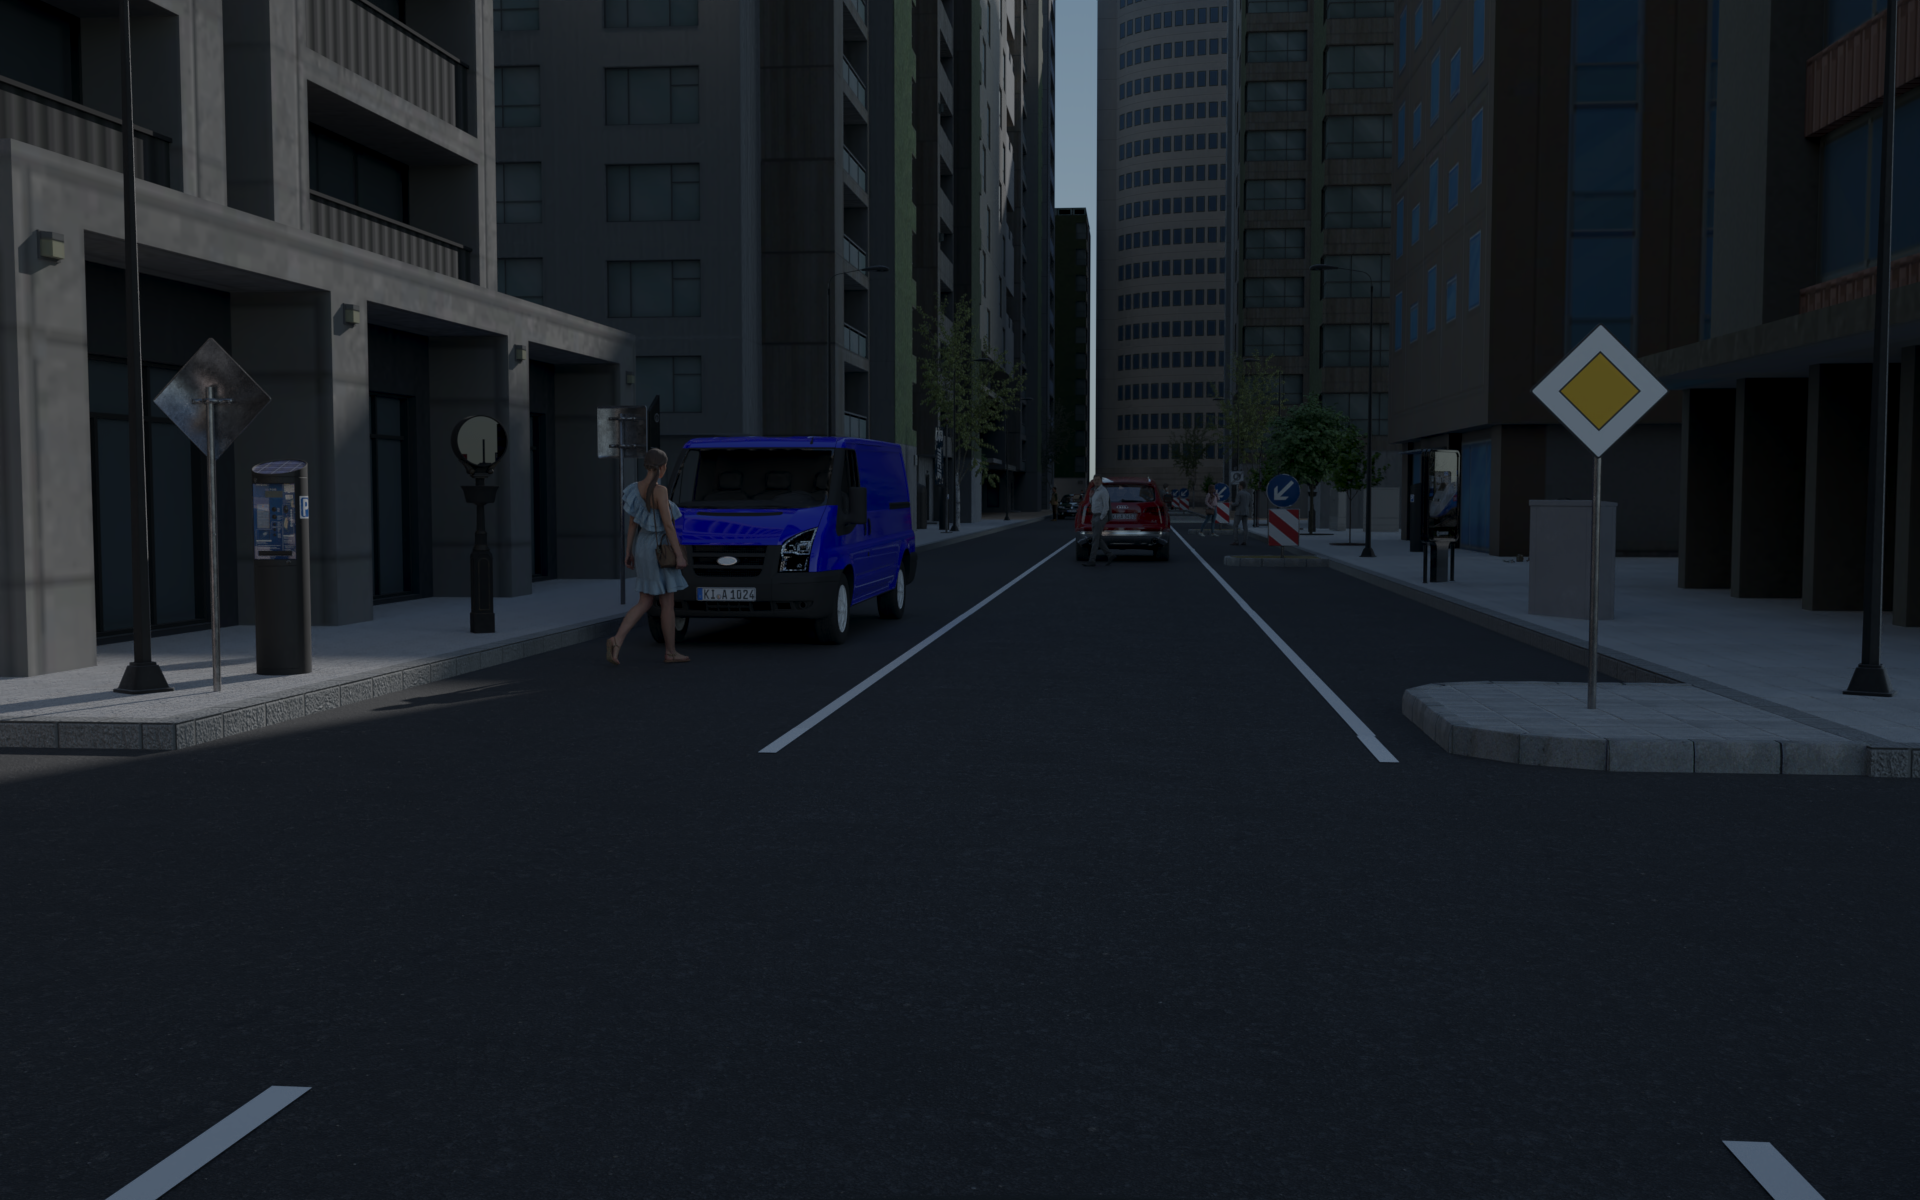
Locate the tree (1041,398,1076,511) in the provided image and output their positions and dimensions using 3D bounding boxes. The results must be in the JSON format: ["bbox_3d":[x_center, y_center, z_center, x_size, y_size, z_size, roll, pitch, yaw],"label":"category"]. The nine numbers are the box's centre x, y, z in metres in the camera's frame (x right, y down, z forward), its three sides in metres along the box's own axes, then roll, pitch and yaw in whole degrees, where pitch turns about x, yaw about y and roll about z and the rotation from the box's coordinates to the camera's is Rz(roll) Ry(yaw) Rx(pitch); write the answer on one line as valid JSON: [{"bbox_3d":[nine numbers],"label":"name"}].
[{"bbox_3d":[6.722,-11.108,131.983,4.360,8.622,3.978,0,3,0],"label":"tree"}]

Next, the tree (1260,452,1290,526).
[{"bbox_3d":[11.879,-4.158,62.589,1.663,3.219,1.824,0,3,0],"label":"tree"}]

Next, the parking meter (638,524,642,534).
[{"bbox_3d":[-7.417,-1.941,40.151,0.372,1.533,0.369,0,3,0],"label":"parking meter"}]

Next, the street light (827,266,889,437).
[{"bbox_3d":[-2.138,-3.846,35.427,1.470,5.913,1.316,0,4,6],"label":"street light"}]

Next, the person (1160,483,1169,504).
[{"bbox_3d":[7.878,-3.571,66.687,0.447,1.846,0.655,-1,4,-13],"label":"person"}]

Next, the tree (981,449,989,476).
[{"bbox_3d":[-0.305,-6.183,84.811,4.285,4.588,4.351,0,3,0],"label":"tree"}]

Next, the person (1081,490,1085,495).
[{"bbox_3d":[9.533,-7.608,133.337,0.683,1.767,0.568,0,4,-4],"label":"person"}]

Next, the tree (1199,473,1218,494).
[{"bbox_3d":[21.075,-9.341,147.328,1.663,3.219,1.824,0,3,0],"label":"tree"}]

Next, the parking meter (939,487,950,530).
[{"bbox_3d":[-0.567,-3.273,61.926,0.372,1.533,0.369,0,3,0],"label":"parking meter"}]

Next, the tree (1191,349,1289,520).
[{"bbox_3d":[14.526,-8.349,86.862,4.737,8.622,4.395,0,3,0],"label":"tree"}]

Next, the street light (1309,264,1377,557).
[{"bbox_3d":[7.763,-3.828,35.123,1.470,5.913,1.316,0,4,6],"label":"street light"}]

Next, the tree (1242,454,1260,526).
[{"bbox_3d":[12.634,-4.651,70.650,1.663,3.219,1.824,0,3,0],"label":"tree"}]

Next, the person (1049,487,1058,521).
[{"bbox_3d":[5.007,-5.121,92.324,0.705,1.812,1.348,-1,4,-10],"label":"person"}]

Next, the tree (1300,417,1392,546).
[{"bbox_3d":[9.669,-2.975,43.235,1.663,3.219,1.824,0,3,0],"label":"tree"}]

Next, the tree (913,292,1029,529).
[{"bbox_3d":[0.075,-6.903,63.224,4.737,8.622,4.395,0,3,0],"label":"tree"}]

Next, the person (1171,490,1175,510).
[{"bbox_3d":[18.600,-8.740,151.365,0.705,1.831,1.348,2,4,26],"label":"person"}]

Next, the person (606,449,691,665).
[{"bbox_3d":[-2.566,-0.360,14.488,0.778,1.811,0.616,-3,5,-43],"label":"person"}]

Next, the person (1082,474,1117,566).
[{"bbox_3d":[2.760,-1.583,34.475,0.850,1.850,0.679,-2,4,-26],"label":"person"}]

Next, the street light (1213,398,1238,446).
[{"bbox_3d":[12.908,-6.808,83.846,1.470,5.913,1.316,0,4,6],"label":"street light"}]

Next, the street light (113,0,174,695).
[{"bbox_3d":[-4.764,-2.353,11.006,1.470,5.913,1.316,0,4,6],"label":"street light"}]

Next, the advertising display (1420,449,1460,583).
[{"bbox_3d":[6.977,-1.221,25.180,0.123,1.923,0.974,3,5,42],"label":"advertising display"}]

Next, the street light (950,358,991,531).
[{"bbox_3d":[0.344,-5.310,59.366,1.470,5.913,1.316,0,4,6],"label":"street light"}]

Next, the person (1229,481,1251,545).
[{"bbox_3d":[7.829,-2.434,48.492,0.606,1.804,0.583,-3,5,-43],"label":"person"}]

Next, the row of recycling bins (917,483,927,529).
[{"bbox_3d":[-2.464,-3.396,62.645,1.069,1.692,3.534,3,5,40],"label":"row of recycling bins"}]

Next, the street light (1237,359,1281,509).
[{"bbox_3d":[10.411,-5.317,59.476,1.470,5.913,1.316,0,4,6],"label":"street light"}]

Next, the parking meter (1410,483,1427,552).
[{"bbox_3d":[10.179,-1.835,38.415,0.372,1.533,0.369,0,3,0],"label":"parking meter"}]

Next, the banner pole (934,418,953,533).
[{"bbox_3d":[-0.581,-4.078,56.699,0.401,3.779,0.863,3,4,36],"label":"banner pole"}]

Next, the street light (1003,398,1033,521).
[{"bbox_3d":[2.819,-6.801,83.734,1.470,5.913,1.316,0,4,6],"label":"street light"}]

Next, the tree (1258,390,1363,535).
[{"bbox_3d":[10.969,-4.326,54.446,4.285,4.588,4.351,0,3,0],"label":"tree"}]

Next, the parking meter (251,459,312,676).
[{"bbox_3d":[-4.845,-0.242,12.374,0.372,1.533,0.369,0,3,0],"label":"parking meter"}]

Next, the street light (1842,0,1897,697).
[{"bbox_3d":[5.298,-2.352,10.991,1.470,5.913,1.316,0,4,6],"label":"street light"}]

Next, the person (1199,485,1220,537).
[{"bbox_3d":[8.416,-3.023,58.509,0.643,1.750,0.593,3,4,36],"label":"person"}]

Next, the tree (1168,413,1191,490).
[{"bbox_3d":[20.574,-12.460,154.089,4.737,8.622,4.395,0,3,0],"label":"tree"}]
